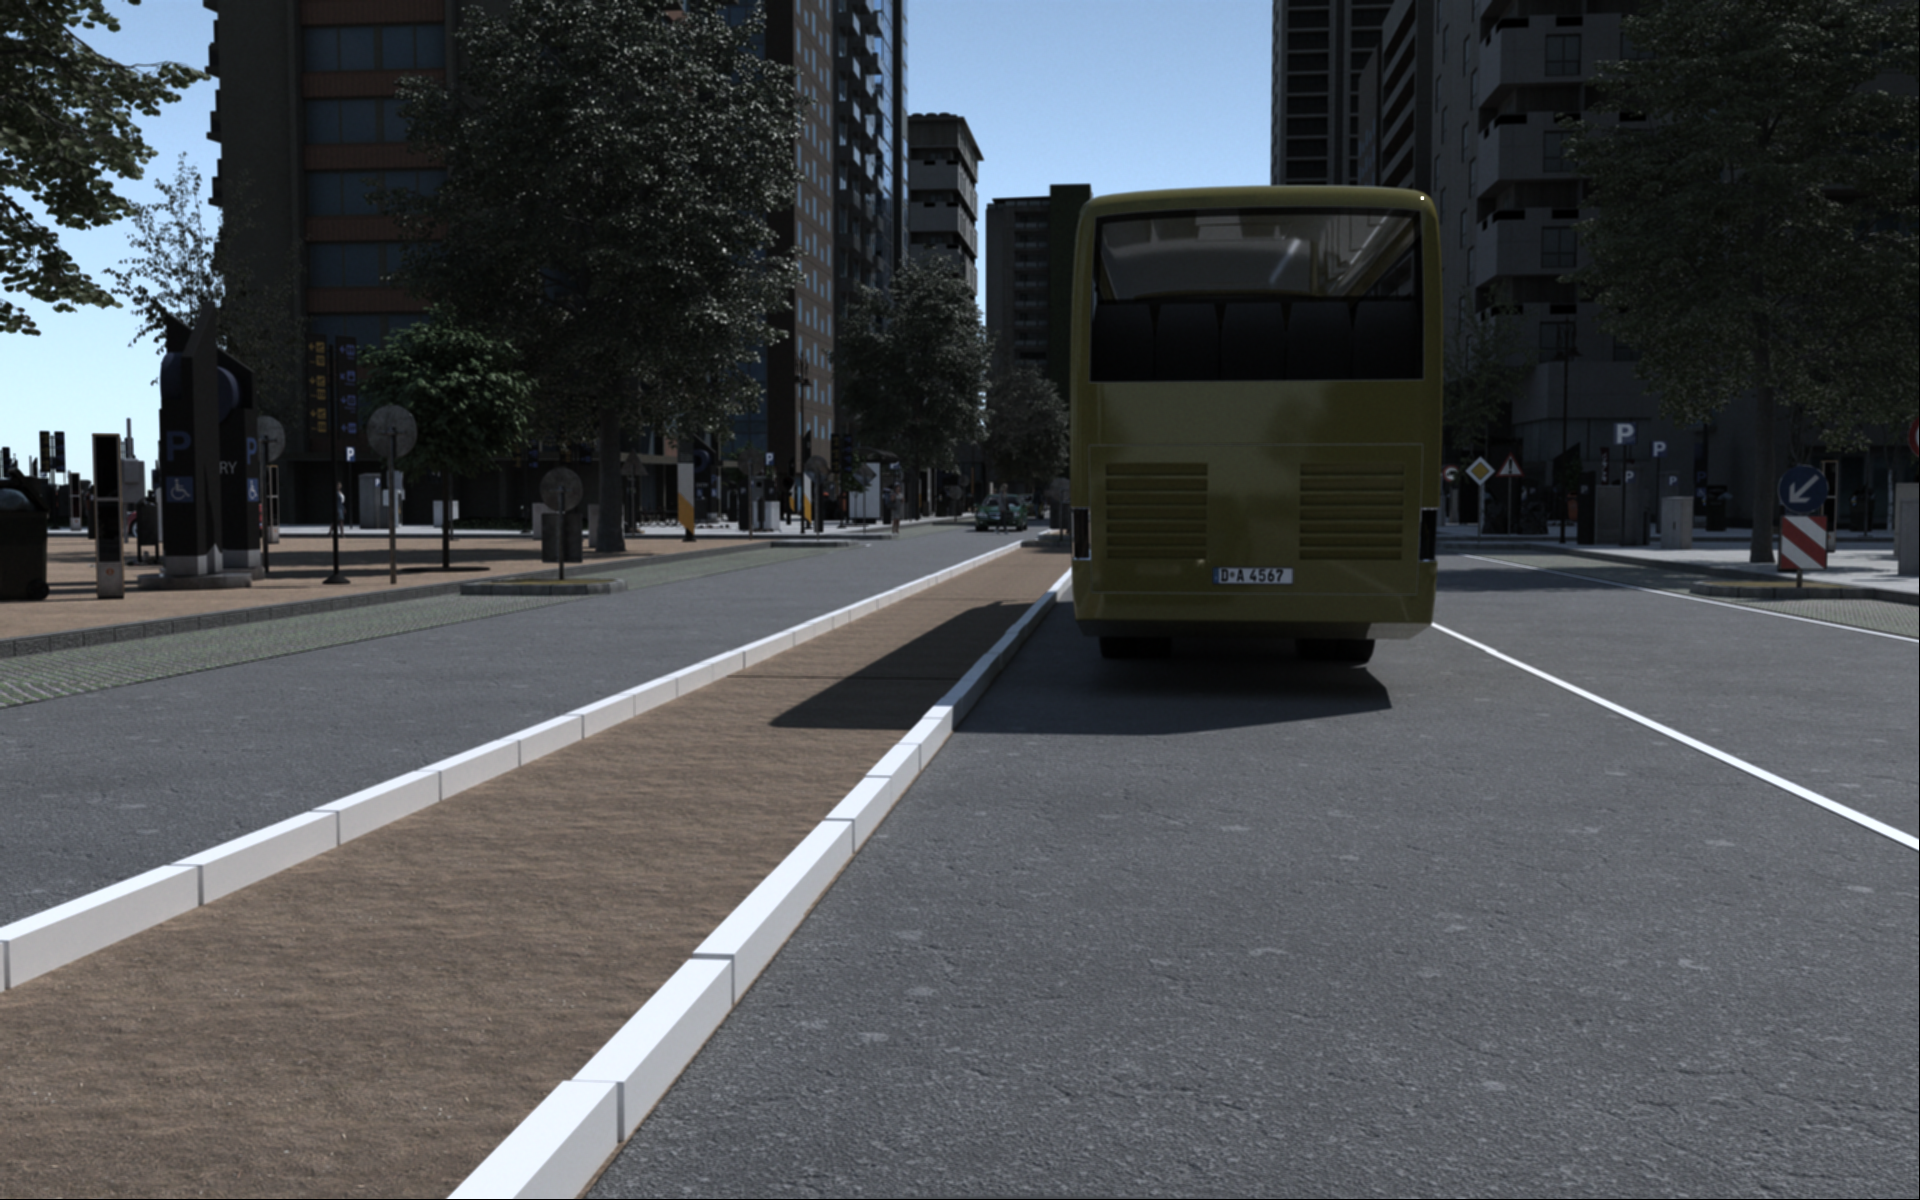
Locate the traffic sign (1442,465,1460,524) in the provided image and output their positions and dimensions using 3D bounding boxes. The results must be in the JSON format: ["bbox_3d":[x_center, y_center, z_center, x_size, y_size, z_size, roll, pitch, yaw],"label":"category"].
[{"bbox_3d":[21.181,-4.561,74.680,0.768,2.556,0.104,1,4,13],"label":"traffic sign"}]

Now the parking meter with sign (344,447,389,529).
[{"bbox_3d":[-21.663,-4.116,63.565,1.738,3.016,0.543,1,4,16],"label":"parking meter with sign"}]

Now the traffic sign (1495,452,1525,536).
[{"bbox_3d":[16.945,-3.264,53.378,0.884,2.594,0.081,1,4,12],"label":"traffic sign"}]

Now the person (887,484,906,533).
[{"bbox_3d":[-2.329,-3.314,63.045,0.716,1.782,0.532,-2,4,-30],"label":"person"}]

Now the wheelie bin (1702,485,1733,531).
[{"bbox_3d":[26.082,-3.165,59.663,0.980,1.594,0.693,2,4,26],"label":"wheelie bin"}]

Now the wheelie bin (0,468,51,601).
[{"bbox_3d":[-11.445,-0.801,21.013,0.693,1.594,0.980,-2,4,-35],"label":"wheelie bin"}]

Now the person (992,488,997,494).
[{"bbox_3d":[1.904,-5.246,94.945,0.731,1.740,0.598,3,4,37],"label":"person"}]

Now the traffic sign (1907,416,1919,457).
[{"bbox_3d":[14.979,-1.627,26.704,0.768,2.556,0.104,1,4,10],"label":"traffic sign"}]

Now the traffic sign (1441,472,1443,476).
[{"bbox_3d":[14.534,-3.056,53.609,0.795,2.450,0.064,0,4,6],"label":"traffic sign"}]

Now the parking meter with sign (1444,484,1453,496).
[{"bbox_3d":[28.837,-6.616,104.434,1.738,3.016,0.543,2,4,31],"label":"parking meter with sign"}]

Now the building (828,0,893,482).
[{"bbox_3d":[-18.677,-32.271,147.237,23.786,49.044,30.456,0,4,6],"label":"building"}]

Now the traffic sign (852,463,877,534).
[{"bbox_3d":[-3.061,-3.170,55.477,0.795,2.450,0.064,0,4,6],"label":"traffic sign"}]

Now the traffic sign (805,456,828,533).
[{"bbox_3d":[-4.764,-3.502,57.364,0.768,2.556,0.104,1,4,9],"label":"traffic sign"}]

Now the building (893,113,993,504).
[{"bbox_3d":[-9.503,-39.814,240.202,27.495,52.752,28.713,0,4,6],"label":"building"}]

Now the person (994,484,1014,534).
[{"bbox_3d":[1.565,-3.249,61.804,0.728,1.800,0.709,2,4,28],"label":"person"}]

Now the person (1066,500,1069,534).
[{"bbox_3d":[3.942,-3.182,60.436,0.656,1.842,0.836,-2,4,-27],"label":"person"}]

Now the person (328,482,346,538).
[{"bbox_3d":[-19.893,-2.864,55.351,0.654,1.822,0.581,2,4,25],"label":"person"}]

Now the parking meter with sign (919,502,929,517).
[{"bbox_3d":[-2.599,-6.205,97.718,1.738,3.016,0.543,0,4,6],"label":"parking meter with sign"}]

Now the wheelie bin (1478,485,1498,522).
[{"bbox_3d":[18.472,-3.224,60.619,0.693,1.594,0.980,1,4,12],"label":"wheelie bin"}]

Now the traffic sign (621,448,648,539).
[{"bbox_3d":[-9.281,-3.007,49.165,0.884,2.594,0.081,0,4,7],"label":"traffic sign"}]

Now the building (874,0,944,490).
[{"bbox_3d":[-17.960,-53.374,185.338,31.000,86.520,22.319,0,4,6],"label":"building"}]

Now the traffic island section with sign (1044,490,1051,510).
[{"bbox_3d":[7.986,-9.098,157.374,1.989,1.847,2.006,0,4,6],"label":"traffic island section with sign"}]

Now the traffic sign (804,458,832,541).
[{"bbox_3d":[-3.898,-2.685,47.536,0.795,2.450,0.064,0,4,6],"label":"traffic sign"}]

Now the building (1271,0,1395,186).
[{"bbox_3d":[52.209,-48.425,230.001,20.611,71.187,20.563,0,4,6],"label":"building"}]

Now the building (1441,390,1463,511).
[{"bbox_3d":[43.517,-22.143,133.743,14.160,30.474,14.107,0,4,6],"label":"building"}]

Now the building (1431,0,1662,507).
[{"bbox_3d":[45.264,-31.727,107.974,28.713,52.752,27.495,0,4,6],"label":"building"}]

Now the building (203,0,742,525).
[{"bbox_3d":[-23.278,-26.281,84.316,22.147,44.769,28.867,0,4,6],"label":"building"}]

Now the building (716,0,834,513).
[{"bbox_3d":[-16.906,-28.761,120.359,14.600,45.320,14.200,0,4,6],"label":"building"}]

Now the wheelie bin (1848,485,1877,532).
[{"bbox_3d":[30.796,-3.129,59.071,0.980,1.594,0.693,-3,4,-39],"label":"wheelie bin"}]

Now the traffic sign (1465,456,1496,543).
[{"bbox_3d":[13.697,-2.570,45.668,0.795,2.450,0.064,0,4,6],"label":"traffic sign"}]

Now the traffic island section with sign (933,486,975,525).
[{"bbox_3d":[-0.175,-4.364,79.976,1.989,1.847,2.006,0,4,6],"label":"traffic island section with sign"}]

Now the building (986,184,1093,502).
[{"bbox_3d":[10.662,-33.502,231.344,14.086,41.232,14.154,0,4,6],"label":"building"}]

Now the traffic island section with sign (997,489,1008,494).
[{"bbox_3d":[2.679,-6.021,107.070,1.989,1.847,2.006,0,4,6],"label":"traffic island section with sign"}]

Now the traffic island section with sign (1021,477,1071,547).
[{"bbox_3d":[2.721,-2.385,47.138,2.006,1.907,1.989,0,4,6],"label":"traffic island section with sign"}]

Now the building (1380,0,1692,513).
[{"bbox_3d":[48.860,-32.255,151.067,21.300,48.544,21.600,0,4,6],"label":"building"}]

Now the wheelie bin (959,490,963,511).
[{"bbox_3d":[-0.471,-5.678,100.750,0.980,1.594,0.693,0,4,-3],"label":"wheelie bin"}]

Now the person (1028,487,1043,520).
[{"bbox_3d":[4.115,-5.250,94.324,0.794,1.824,0.713,-2,4,-24],"label":"person"}]

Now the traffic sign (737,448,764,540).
[{"bbox_3d":[-5.854,-2.953,48.393,0.768,2.556,0.104,1,4,10],"label":"traffic sign"}]

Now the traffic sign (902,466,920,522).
[{"bbox_3d":[-2.271,-4.871,79.644,0.884,2.594,0.081,1,4,14],"label":"traffic sign"}]

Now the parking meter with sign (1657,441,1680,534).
[{"bbox_3d":[22.823,-3.643,55.823,0.543,3.016,1.738,0,4,0],"label":"parking meter with sign"}]

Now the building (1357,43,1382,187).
[{"bbox_3d":[46.612,-31.759,169.366,14.600,45.320,14.200,0,4,6],"label":"building"}]

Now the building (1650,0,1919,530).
[{"bbox_3d":[40.533,-27.289,69.871,21.600,48.544,21.300,0,4,6],"label":"building"}]

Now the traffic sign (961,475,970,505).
[{"bbox_3d":[0.278,-7.094,116.092,0.768,2.556,0.104,1,4,11],"label":"traffic sign"}]

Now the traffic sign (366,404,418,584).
[{"bbox_3d":[-8.090,-1.501,24.651,0.768,2.556,0.104,0,4,7],"label":"traffic sign"}]

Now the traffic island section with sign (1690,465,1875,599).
[{"bbox_3d":[11.479,-0.966,24.418,1.989,1.847,2.006,0,4,6],"label":"traffic island section with sign"}]

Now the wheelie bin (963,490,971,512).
[{"bbox_3d":[0.319,-7.007,122.479,0.980,1.594,0.693,-1,4,-11],"label":"wheelie bin"}]

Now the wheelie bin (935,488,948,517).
[{"bbox_3d":[-1.029,-5.416,96.458,0.693,1.594,0.980,-1,4,-11],"label":"wheelie bin"}]

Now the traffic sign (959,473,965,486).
[{"bbox_3d":[-0.091,-6.328,103.563,0.768,2.556,0.104,0,4,8],"label":"traffic sign"}]

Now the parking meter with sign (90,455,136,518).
[{"bbox_3d":[-37.804,-4.965,77.441,1.738,3.016,0.543,0,4,6],"label":"parking meter with sign"}]

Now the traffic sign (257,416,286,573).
[{"bbox_3d":[-11.296,-1.713,28.117,0.768,2.556,0.104,1,4,12],"label":"traffic sign"}]

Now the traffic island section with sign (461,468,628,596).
[{"bbox_3d":[-5.946,-1.014,25.204,1.989,1.847,2.006,0,4,6],"label":"traffic island section with sign"}]
